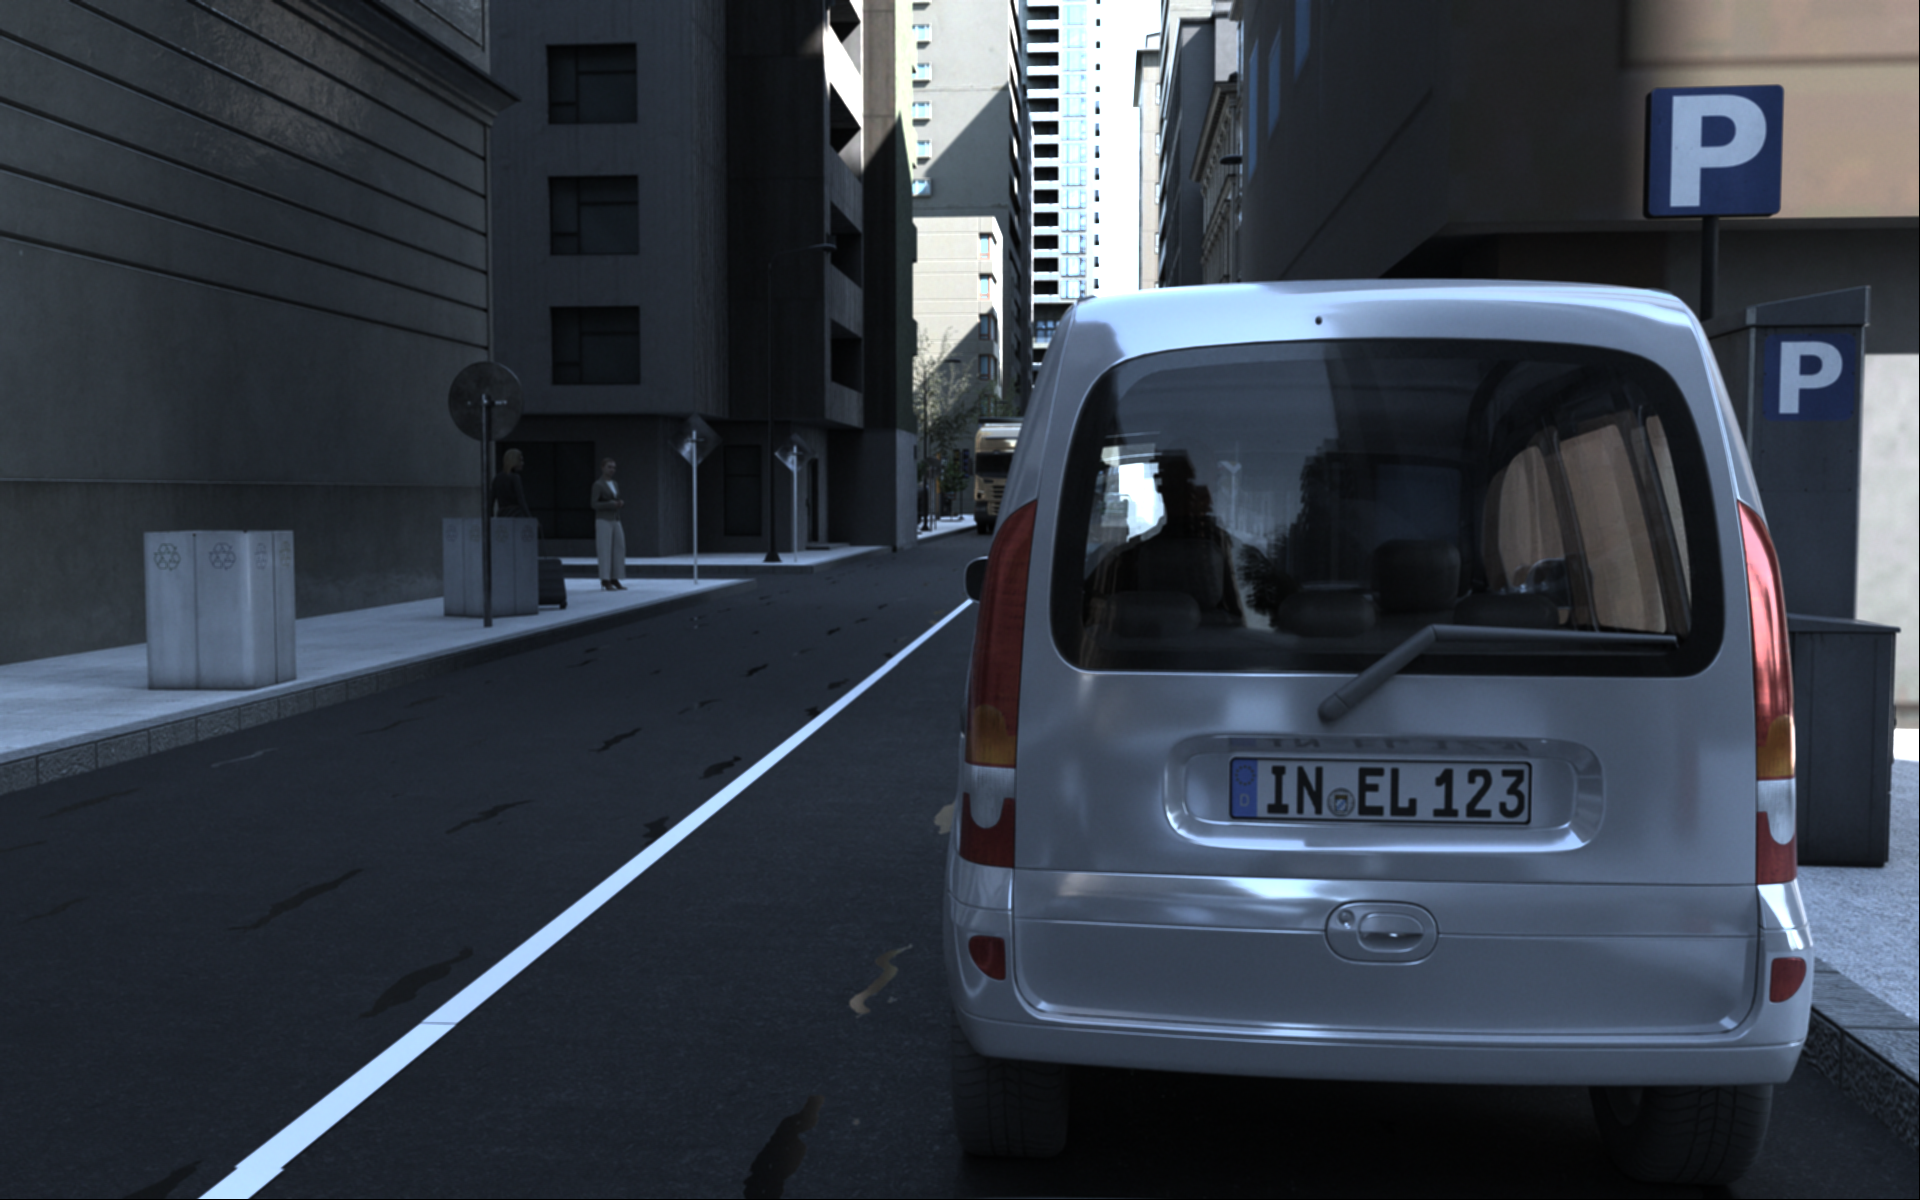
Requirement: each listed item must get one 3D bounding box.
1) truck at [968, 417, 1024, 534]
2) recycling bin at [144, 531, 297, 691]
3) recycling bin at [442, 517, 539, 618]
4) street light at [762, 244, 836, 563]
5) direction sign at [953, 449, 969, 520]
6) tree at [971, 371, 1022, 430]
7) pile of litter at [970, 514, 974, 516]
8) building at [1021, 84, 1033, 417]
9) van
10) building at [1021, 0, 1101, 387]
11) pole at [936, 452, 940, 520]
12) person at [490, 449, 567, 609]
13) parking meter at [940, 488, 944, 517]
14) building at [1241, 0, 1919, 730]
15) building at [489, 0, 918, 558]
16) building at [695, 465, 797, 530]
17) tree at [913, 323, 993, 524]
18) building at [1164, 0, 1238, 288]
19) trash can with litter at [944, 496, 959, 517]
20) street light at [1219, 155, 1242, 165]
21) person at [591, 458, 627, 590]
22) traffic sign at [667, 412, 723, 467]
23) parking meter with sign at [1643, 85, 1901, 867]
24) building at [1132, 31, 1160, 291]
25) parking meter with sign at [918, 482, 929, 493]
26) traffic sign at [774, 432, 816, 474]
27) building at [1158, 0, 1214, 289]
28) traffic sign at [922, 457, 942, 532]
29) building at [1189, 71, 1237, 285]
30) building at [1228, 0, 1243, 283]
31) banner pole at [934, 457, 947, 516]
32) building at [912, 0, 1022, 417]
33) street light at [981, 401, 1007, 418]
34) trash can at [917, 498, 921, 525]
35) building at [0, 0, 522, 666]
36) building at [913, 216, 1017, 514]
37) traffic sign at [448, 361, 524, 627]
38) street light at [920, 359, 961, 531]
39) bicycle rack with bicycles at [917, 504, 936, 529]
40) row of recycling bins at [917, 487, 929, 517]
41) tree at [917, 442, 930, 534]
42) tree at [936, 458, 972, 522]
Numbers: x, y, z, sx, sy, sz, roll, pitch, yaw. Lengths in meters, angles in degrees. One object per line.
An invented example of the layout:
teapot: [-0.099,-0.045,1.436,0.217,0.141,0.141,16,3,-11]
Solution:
truck: [2.070,-4.690,65.598,2.839,4.237,11.283,0,4,5]
recycling bin: [-4.961,0.055,11.648,0.722,1.027,0.722,0,4,3]
recycling bin: [-4.962,-0.352,18.316,0.722,1.027,0.722,2,4,33]
street light: [-2.996,-3.661,32.401,1.470,5.913,1.316,0,4,5]
direction sign: [0.059,-5.832,87.350,0.876,3.537,0.379,-2,4,-24]
tree: [2.614,-9.420,104.382,4.737,8.622,4.395,0,3,0]
pile of litter: [1.309,-5.392,102.117,1.719,0.858,1.176,2,4,28]
building: [0.348,-30.104,175.789,14.086,41.232,14.154,0,4,5]
van: [0.953,0.121,5.034,2.013,2.044,4.112,0,4,6]
building: [3.211,-54.345,201.218,31.000,86.520,22.319,0,4,5]
pole: [-1.061,-5.544,84.485,0.158,3.312,0.155,0,3,0]
person: [-4.996,-0.821,19.682,0.699,1.804,1.509,-2,4,-27]
parking meter: [-1.077,-5.563,96.670,0.255,1.863,0.399,-3,4,-39]
building: [10.026,-22.277,14.340,14.600,45.320,14.200,0,4,5]
building: [-8.732,-16.423,40.221,14.160,30.474,14.107,0,4,5]
building: [-12.071,-23.163,62.305,14.154,41.232,14.086,0,4,5]
tree: [-0.996,-7.622,74.980,4.360,8.622,3.978,0,3,0]
building: [18.523,-18.361,93.710,14.314,27.812,24.014,0,4,5]
trash can with litter: [-0.594,-5.298,98.006,1.055,1.170,0.624,-3,5,-41]
street light: [4.252,-3.138,23.844,1.470,5.913,1.316,0,4,5]
person: [-4.649,-1.006,23.043,0.362,1.759,0.519,2,4,28]
traffic sign: [-3.780,-1.373,24.631,0.795,2.593,0.064,0,4,5]
parking meter with sign: [3.138,-0.639,6.707,0.543,3.016,1.738,0,4,7]
building: [34.083,-37.572,203.540,27.495,52.752,28.713,0,4,5]
parking meter with sign: [-2.257,-6.780,107.117,0.543,3.016,1.738,-2,4,-34]
traffic sign: [-3.112,-1.859,32.588,0.795,2.593,0.064,0,4,5]
building: [25.265,-30.601,124.030,21.300,48.544,21.600,0,4,5]
traffic sign: [-0.994,-3.606,59.066,0.768,2.556,0.104,1,4,8]
building: [15.335,-12.717,72.557,10.561,19.102,19.286,0,4,5]
building: [13.838,-12.518,53.817,9.793,20.994,18.267,0,4,5]
banner pole: [-1.163,-6.943,103.532,0.863,3.779,0.401,1,4,9]
building: [-5.883,-32.067,147.994,21.300,48.544,21.600,0,4,5]
street light: [1.641,-6.977,86.616,1.470,5.913,1.316,0,4,5]
trash can: [-1.918,-3.627,70.947,0.748,1.137,0.748,0,3,0]
building: [-21.067,-11.232,16.922,30.059,22.955,16.112,0,4,5]
building: [-10.469,-17.038,123.606,27.650,21.520,28.899,0,4,5]
traffic sign: [-4.560,-1.012,16.652,0.768,2.556,0.104,1,4,10]
street light: [-0.663,-5.331,59.703,1.470,5.913,1.316,0,4,5]
bicycle rack with bicycles: [-2.327,-3.008,62.557,2.852,0.926,2.925,3,4,37]
row of recycling bins: [-3.519,-5.508,97.174,3.534,1.692,1.069,-1,4,-17]
tree: [-1.867,-3.726,55.517,1.663,3.219,1.824,0,3,0]
tree: [-0.508,-5.297,81.205,1.663,3.219,1.824,0,3,0]
